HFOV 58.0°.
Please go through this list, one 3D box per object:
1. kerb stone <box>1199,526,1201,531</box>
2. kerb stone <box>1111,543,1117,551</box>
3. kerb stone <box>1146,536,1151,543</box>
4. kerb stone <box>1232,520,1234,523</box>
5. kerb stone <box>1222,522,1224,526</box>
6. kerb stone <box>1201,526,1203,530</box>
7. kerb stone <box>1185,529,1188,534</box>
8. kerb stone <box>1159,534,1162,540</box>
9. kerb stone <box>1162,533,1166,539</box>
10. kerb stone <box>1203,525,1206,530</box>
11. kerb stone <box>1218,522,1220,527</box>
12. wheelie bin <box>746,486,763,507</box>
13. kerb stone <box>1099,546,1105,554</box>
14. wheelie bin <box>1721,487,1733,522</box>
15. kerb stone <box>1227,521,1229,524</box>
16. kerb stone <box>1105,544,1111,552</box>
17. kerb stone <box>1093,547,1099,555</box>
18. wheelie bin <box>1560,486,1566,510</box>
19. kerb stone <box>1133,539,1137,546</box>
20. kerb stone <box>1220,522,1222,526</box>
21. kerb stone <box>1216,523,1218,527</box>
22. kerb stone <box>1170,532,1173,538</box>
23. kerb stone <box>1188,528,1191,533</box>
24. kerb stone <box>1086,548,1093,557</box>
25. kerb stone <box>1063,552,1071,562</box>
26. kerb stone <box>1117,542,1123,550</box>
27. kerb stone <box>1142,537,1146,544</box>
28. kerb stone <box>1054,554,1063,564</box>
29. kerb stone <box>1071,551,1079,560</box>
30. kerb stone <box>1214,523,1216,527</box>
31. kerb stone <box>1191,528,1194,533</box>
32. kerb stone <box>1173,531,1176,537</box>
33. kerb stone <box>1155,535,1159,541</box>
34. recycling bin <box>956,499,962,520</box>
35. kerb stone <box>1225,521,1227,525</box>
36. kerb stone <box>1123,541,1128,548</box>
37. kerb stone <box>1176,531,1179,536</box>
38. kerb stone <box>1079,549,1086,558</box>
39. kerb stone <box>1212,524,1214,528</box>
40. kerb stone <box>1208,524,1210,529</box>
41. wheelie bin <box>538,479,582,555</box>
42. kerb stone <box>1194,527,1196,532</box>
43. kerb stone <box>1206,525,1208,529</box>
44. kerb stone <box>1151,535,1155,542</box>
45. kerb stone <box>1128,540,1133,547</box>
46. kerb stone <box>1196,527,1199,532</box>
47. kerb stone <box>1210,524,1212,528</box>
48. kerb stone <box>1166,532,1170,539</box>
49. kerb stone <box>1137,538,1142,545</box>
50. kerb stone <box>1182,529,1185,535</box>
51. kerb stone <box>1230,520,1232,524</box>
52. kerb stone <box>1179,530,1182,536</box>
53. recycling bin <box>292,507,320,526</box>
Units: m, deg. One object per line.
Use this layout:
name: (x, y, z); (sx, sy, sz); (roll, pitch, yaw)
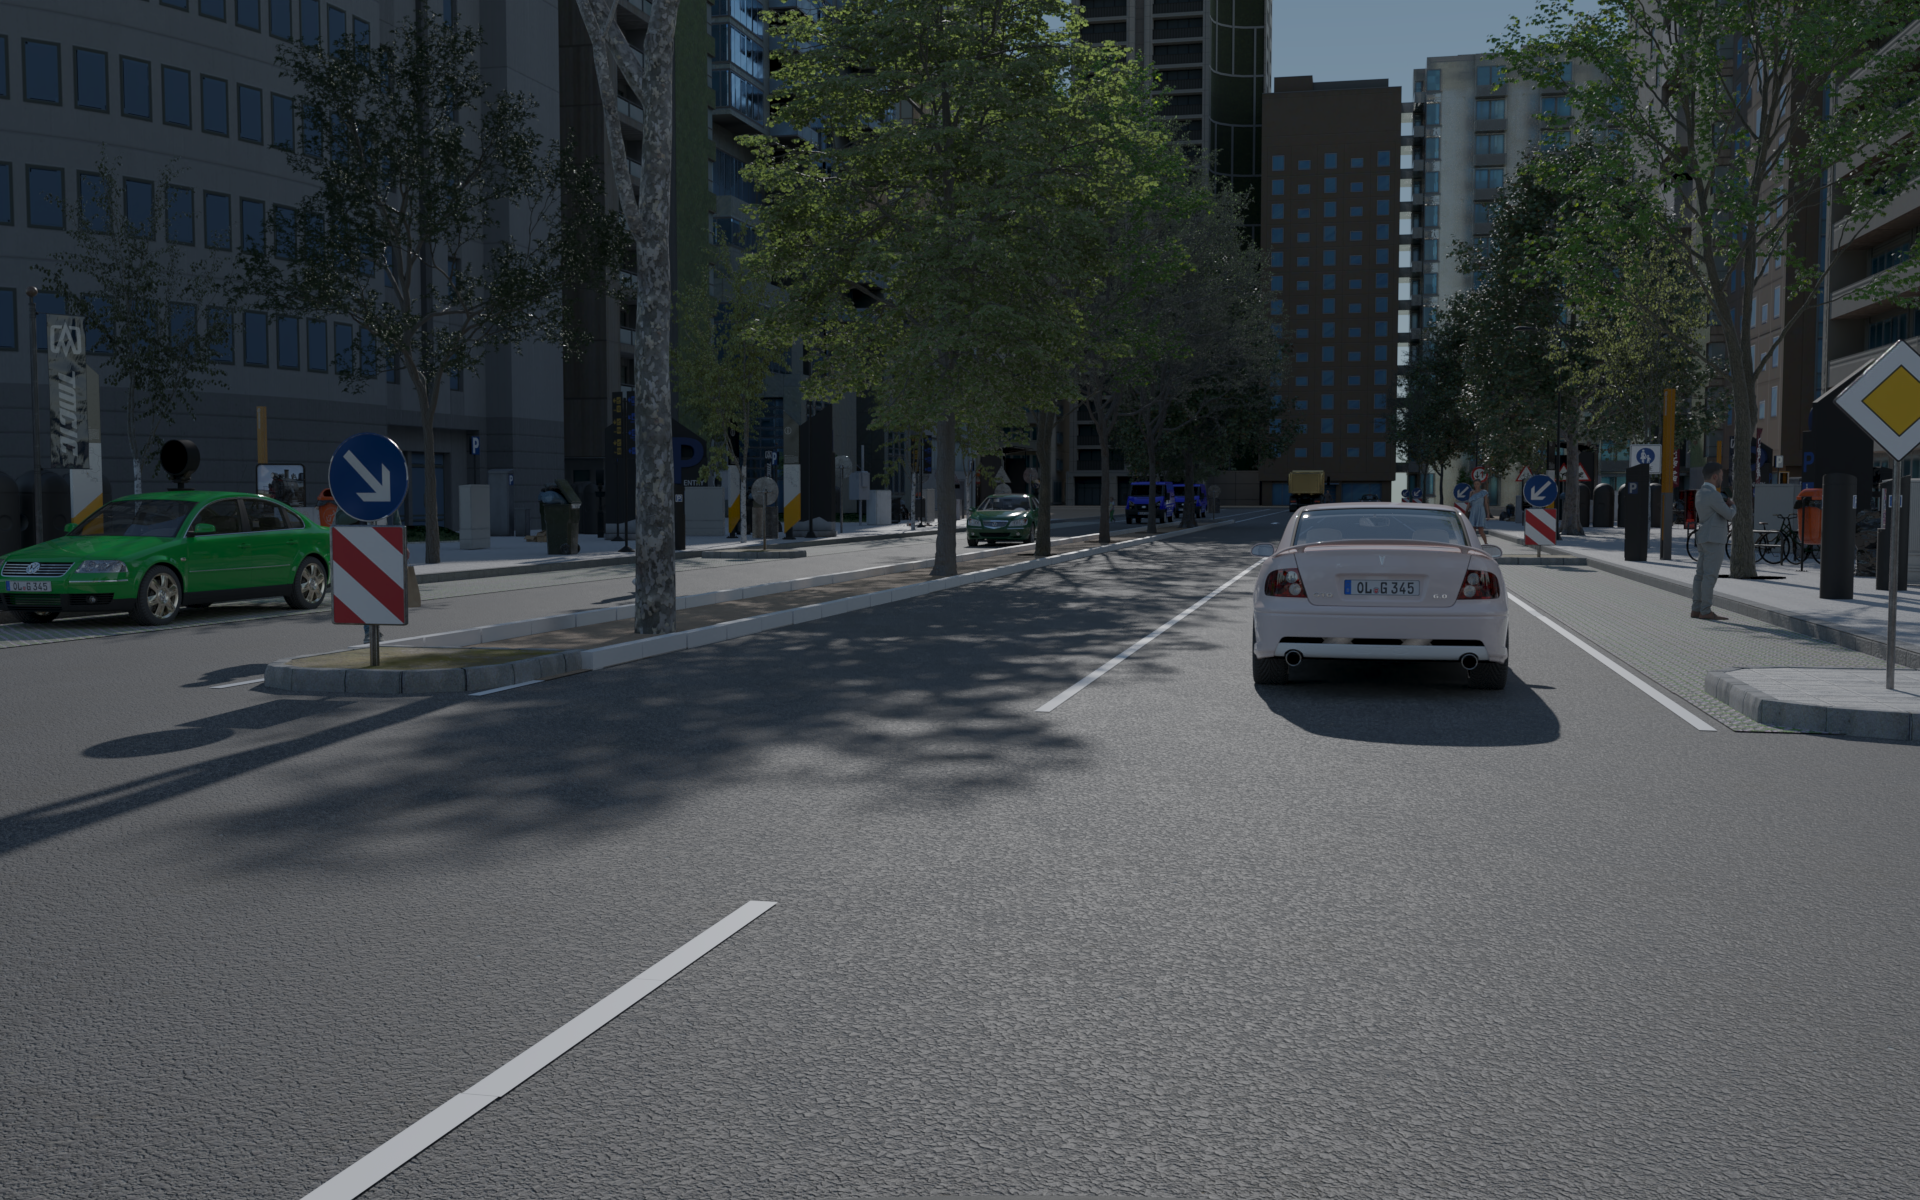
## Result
kerb stone: (9.051, -2.710, 66.504); (0.120, 0.150, 1.000); (1, 4, 13)
kerb stone: (3.760, -1.304, 43.535); (0.120, 0.150, 1.000); (1, 4, 13)
kerb stone: (5.371, -1.727, 50.529); (0.120, 0.150, 1.000); (1, 4, 13)
kerb stone: (12.970, -3.749, 83.498); (0.120, 0.150, 1.000); (1, 4, 13)
kerb stone: (11.595, -3.382, 77.490); (0.120, 0.150, 1.000); (1, 4, 13)
kerb stone: (9.286, -2.770, 67.499); (0.120, 0.150, 1.000); (1, 4, 13)
kerb stone: (7.897, -2.400, 61.502); (0.120, 0.150, 1.000); (1, 4, 13)
kerb stone: (6.058, -1.916, 53.518); (0.120, 0.150, 1.000); (1, 4, 13)
kerb stone: (6.292, -1.974, 54.519); (0.120, 0.150, 1.000); (1, 4, 13)
kerb stone: (9.518, -2.832, 68.496); (0.120, 0.150, 1.000); (1, 4, 13)
kerb stone: (11.134, -3.256, 75.485); (0.120, 0.150, 1.000); (1, 4, 13)
wheelie bin: (-8.083, -3.660, 67.744); (0.693, 1.594, 0.980); (-3, 5, -40)
kerb stone: (3.290, -1.183, 41.545); (0.120, 0.150, 1.000); (1, 4, 13)
wheelie bin: (35.339, -4.408, 79.985); (0.980, 1.594, 0.693); (-3, 5, -43)
kerb stone: (12.283, -3.565, 80.479); (0.120, 0.150, 1.000); (1, 4, 13)
kerb stone: (3.522, -1.244, 42.541); (0.120, 0.150, 1.000); (1, 4, 13)
kerb stone: (3.065, -1.122, 40.547); (0.120, 0.150, 1.000); (1, 4, 13)
wheelie bin: (24.492, -3.759, 69.364); (0.980, 1.594, 0.693); (0, 4, 4)
kerb stone: (4.677, -1.549, 47.526); (0.120, 0.150, 1.000); (1, 4, 13)
kerb stone: (11.365, -3.321, 76.488); (0.120, 0.150, 1.000); (1, 4, 13)
kerb stone: (10.895, -3.198, 74.487); (0.120, 0.150, 1.000); (1, 4, 13)
kerb stone: (6.753, -2.097, 56.514); (0.120, 0.150, 1.000); (1, 4, 13)
kerb stone: (8.133, -2.465, 62.505); (0.120, 0.150, 1.000); (1, 4, 13)
kerb stone: (2.841, -1.061, 39.547); (0.120, 0.150, 1.000); (1, 4, 13)
kerb stone: (2.143, -0.878, 36.558); (0.120, 0.150, 1.000); (1, 4, 13)
kerb stone: (3.991, -1.365, 44.535); (0.120, 0.150, 1.000); (1, 4, 13)
kerb stone: (5.133, -1.672, 49.529); (0.120, 0.150, 1.000); (1, 4, 13)
kerb stone: (1.918, -0.815, 35.540); (0.120, 0.150, 1.000); (1, 4, 13)
kerb stone: (2.379, -0.939, 37.552); (0.120, 0.150, 1.000); (1, 4, 13)
kerb stone: (10.663, -3.137, 73.491); (0.120, 0.150, 1.000); (1, 4, 13)
kerb stone: (8.368, -2.527, 63.508); (0.120, 0.150, 1.000); (1, 4, 13)
kerb stone: (6.983, -2.160, 57.510); (0.120, 0.150, 1.000); (1, 4, 13)
kerb stone: (5.834, -1.852, 52.520); (0.120, 0.150, 1.000); (1, 4, 13)
recycling bin: (-0.310, -4.455, 85.389); (0.722, 1.027, 0.722); (1, 4, 8)
kerb stone: (12.053, -3.504, 79.483); (0.120, 0.150, 1.000); (1, 4, 13)
kerb stone: (4.213, -1.427, 45.534); (0.120, 0.150, 1.000); (1, 4, 13)
kerb stone: (7.213, -2.221, 58.506); (0.120, 0.150, 1.000); (1, 4, 13)
kerb stone: (2.603, -1.000, 38.552); (0.120, 0.150, 1.000); (1, 4, 13)
kerb stone: (10.434, -3.076, 72.489); (0.120, 0.150, 1.000); (1, 4, 13)
kerb stone: (9.980, -2.951, 70.493); (0.120, 0.150, 1.000); (1, 4, 13)
wheelie bin: (-8.470, -1.765, 36.766); (0.693, 1.594, 0.980); (0, 4, 7)
kerb stone: (8.598, -2.588, 64.510); (0.120, 0.150, 1.000); (1, 4, 13)
kerb stone: (9.749, -2.888, 69.492); (0.120, 0.150, 1.000); (1, 4, 13)
kerb stone: (5.606, -1.794, 51.523); (0.120, 0.150, 1.000); (1, 4, 13)
kerb stone: (4.447, -1.488, 46.529); (0.120, 0.150, 1.000); (1, 4, 13)
kerb stone: (8.829, -2.645, 65.507); (0.120, 0.150, 1.000); (1, 4, 13)
kerb stone: (10.206, -3.013, 71.492); (0.120, 0.150, 1.000); (1, 4, 13)
kerb stone: (6.525, -2.038, 55.514); (0.120, 0.150, 1.000); (1, 4, 13)
kerb stone: (4.908, -1.610, 48.526); (0.120, 0.150, 1.000); (1, 4, 13)
kerb stone: (7.675, -2.335, 60.499); (0.120, 0.150, 1.000); (1, 4, 13)
kerb stone: (12.747, -3.686, 82.497); (0.120, 0.150, 1.000); (1, 4, 13)
kerb stone: (7.446, -2.282, 59.501); (0.120, 0.150, 1.000); (1, 4, 13)
recycling bin: (-12.531, -1.249, 32.974); (0.722, 1.027, 0.722); (2, 4, 34)
